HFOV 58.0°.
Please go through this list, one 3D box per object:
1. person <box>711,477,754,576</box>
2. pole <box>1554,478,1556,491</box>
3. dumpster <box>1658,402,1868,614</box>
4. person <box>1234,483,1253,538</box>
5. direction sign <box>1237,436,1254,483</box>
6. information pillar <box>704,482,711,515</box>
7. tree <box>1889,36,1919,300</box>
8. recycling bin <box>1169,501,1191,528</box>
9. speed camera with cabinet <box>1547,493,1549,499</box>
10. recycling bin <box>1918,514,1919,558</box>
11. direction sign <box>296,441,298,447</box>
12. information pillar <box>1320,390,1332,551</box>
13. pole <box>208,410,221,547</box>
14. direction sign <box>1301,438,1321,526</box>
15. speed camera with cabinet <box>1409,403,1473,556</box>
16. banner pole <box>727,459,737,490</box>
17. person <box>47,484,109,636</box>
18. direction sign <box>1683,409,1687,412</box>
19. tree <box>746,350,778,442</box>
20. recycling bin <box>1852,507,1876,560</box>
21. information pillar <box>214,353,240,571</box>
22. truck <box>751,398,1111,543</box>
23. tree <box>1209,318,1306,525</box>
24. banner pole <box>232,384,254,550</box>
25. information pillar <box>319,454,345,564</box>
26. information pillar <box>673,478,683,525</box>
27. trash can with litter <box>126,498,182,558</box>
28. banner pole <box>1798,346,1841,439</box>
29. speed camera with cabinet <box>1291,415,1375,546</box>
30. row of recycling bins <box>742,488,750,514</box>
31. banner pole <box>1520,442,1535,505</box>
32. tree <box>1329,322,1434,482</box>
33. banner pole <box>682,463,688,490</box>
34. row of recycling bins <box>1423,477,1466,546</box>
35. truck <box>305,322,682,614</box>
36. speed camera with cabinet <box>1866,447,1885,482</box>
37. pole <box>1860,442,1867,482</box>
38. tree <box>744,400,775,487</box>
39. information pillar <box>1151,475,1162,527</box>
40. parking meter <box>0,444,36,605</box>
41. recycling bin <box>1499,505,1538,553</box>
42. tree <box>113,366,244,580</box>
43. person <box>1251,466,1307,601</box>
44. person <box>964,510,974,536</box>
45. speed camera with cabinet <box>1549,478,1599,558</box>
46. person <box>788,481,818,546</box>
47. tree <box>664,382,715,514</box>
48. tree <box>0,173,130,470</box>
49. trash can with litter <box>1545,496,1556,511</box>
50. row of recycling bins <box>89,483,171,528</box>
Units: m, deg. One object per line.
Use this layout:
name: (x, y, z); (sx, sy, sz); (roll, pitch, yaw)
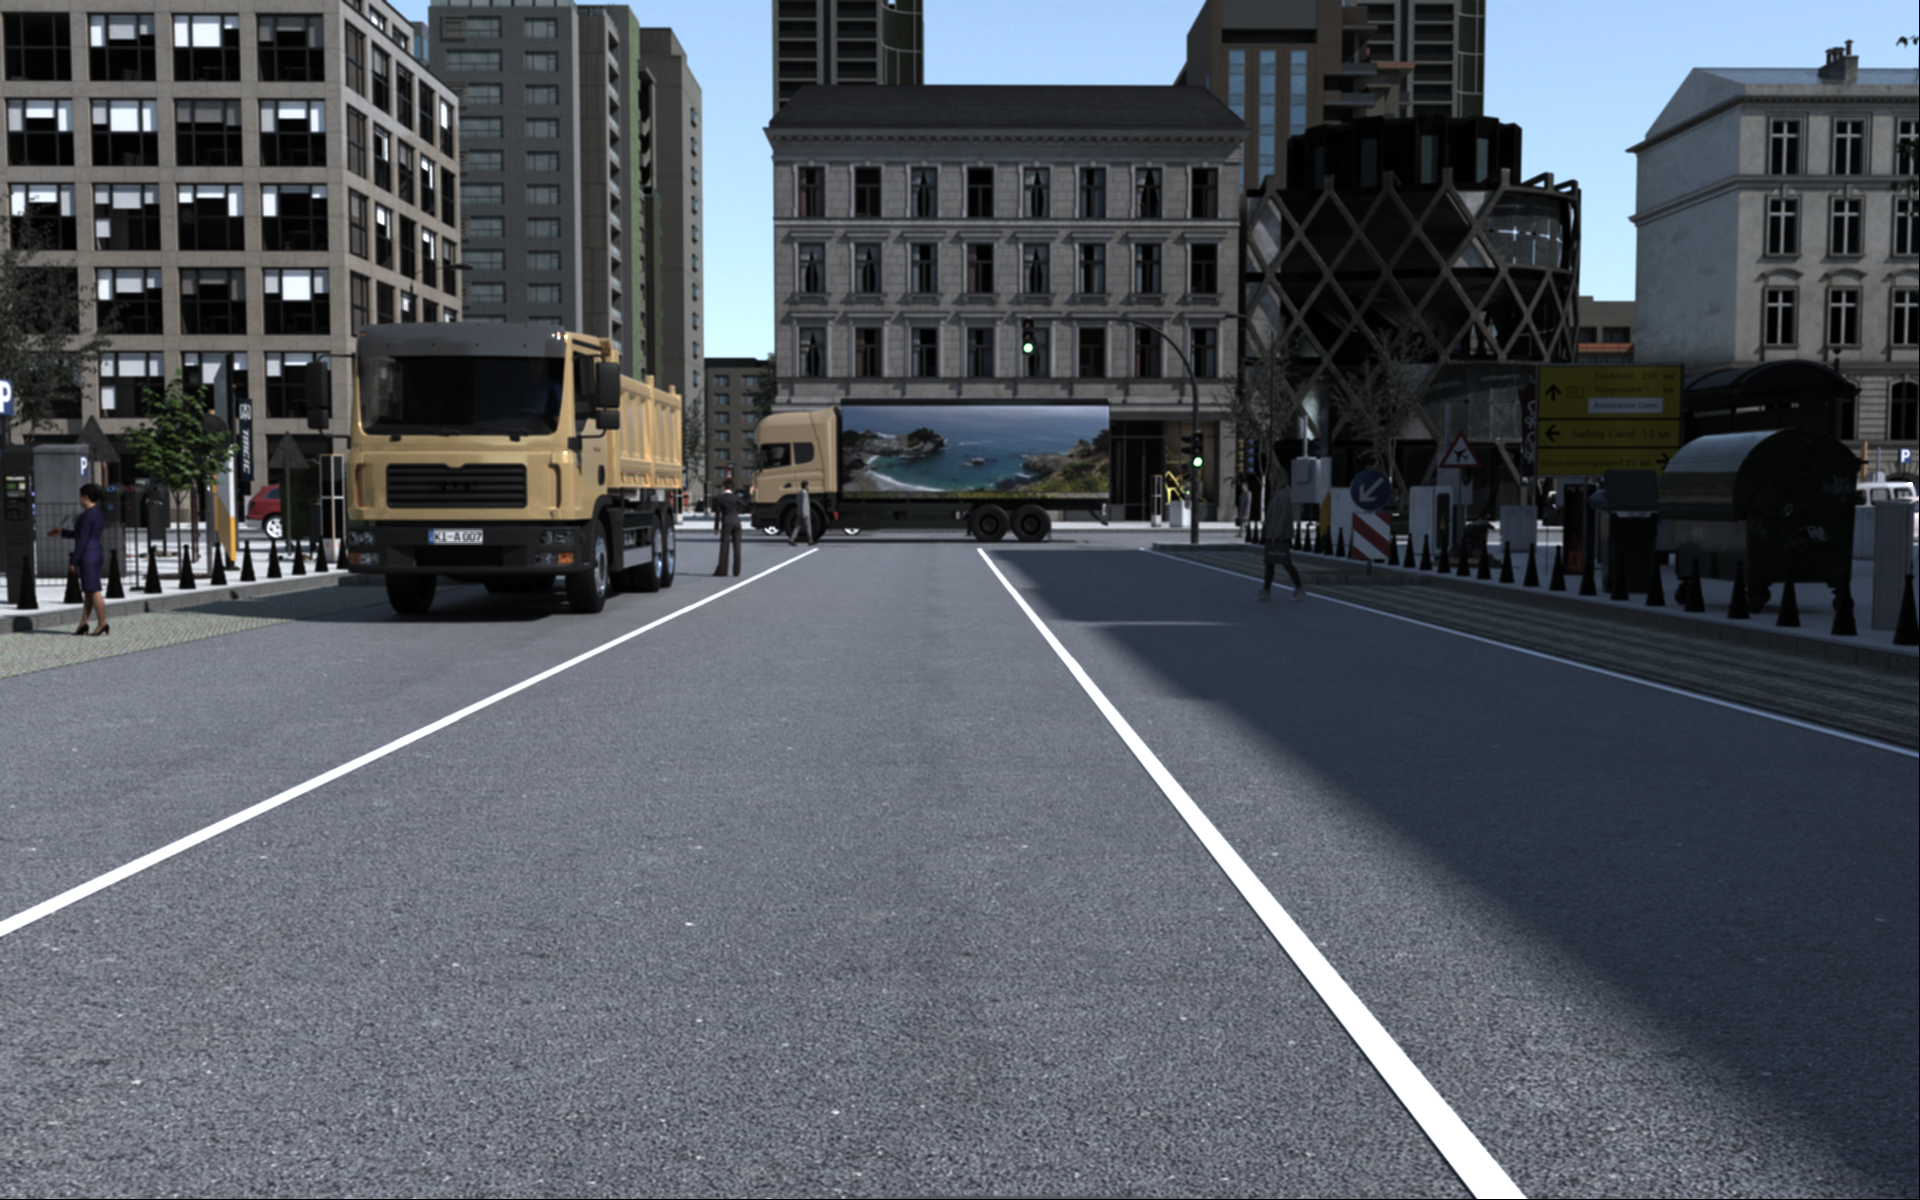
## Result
person: (-3.962, -1.285, 30.310); (0.445, 1.727, 0.742); (3, 5, 40)
pole: (42.780, -7.989, 124.466); (0.158, 3.312, 0.155); (0, 3, 0)
dumpster: (8.899, -1.026, 19.264); (1.502, 2.255, 1.985); (0, 4, -1)
person: (9.328, -2.962, 57.027); (0.767, 1.812, 0.694); (-1, 4, -14)
direction sign: (11.158, -4.633, 67.754); (0.876, 3.537, 0.379); (-2, 4, -34)
information pillar: (-15.183, -6.090, 104.058); (0.304, 2.012, 0.304); (2, 4, 27)
tree: (13.168, -4.304, 20.737); (4.737, 8.622, 4.395); (0, 3, 0)
recycling bin: (8.448, -3.256, 65.795); (0.722, 1.027, 0.722); (-3, 4, -36)
speed camera with cabinet: (37.834, -7.054, 109.662); (2.038, 3.252, 0.660); (-2, 4, -29)
recycling bin: (19.815, -1.374, 35.012); (0.722, 1.027, 0.722); (2, 4, 32)
direction sign: (-28.355, -5.027, 74.188); (0.379, 3.537, 0.876); (-1, 4, -22)
information pillar: (8.216, -2.910, 38.937); (0.183, 3.616, 0.504); (-1, 4, -9)
pole: (-18.039, -2.939, 41.897); (0.158, 3.312, 0.155); (0, 3, 0)
direction sign: (14.255, -4.792, 70.352); (0.876, 3.537, 0.379); (3, 4, 38)
speed camera with cabinet: (10.281, -2.605, 36.935); (0.660, 3.252, 2.038); (3, 4, 39)
banner pole: (-16.317, -8.224, 124.472); (0.863, 3.779, 0.401); (-1, 4, -16)
person: (-8.854, -0.398, 17.370); (0.546, 1.535, 0.453); (-2, 4, -24)
direction sign: (18.125, -3.207, 44.433); (0.876, 3.537, 0.379); (2, 4, 25)
tree: (-12.896, -14.391, 141.955); (9.857, 13.997, 8.962); (0, 3, 0)
recycling bin: (17.964, -1.303, 33.855); (0.722, 1.027, 0.722); (-1, 4, -11)
information pillar: (-12.322, -2.305, 29.042); (0.504, 3.616, 0.183); (3, 5, 42)
truck: (-1.210, -3.847, 51.807); (11.283, 4.237, 2.839); (0, 4, 1)
tree: (12.722, -7.503, 73.042); (4.360, 8.622, 3.978); (0, 3, 0)
banner pole: (-16.499, -3.045, 39.807); (0.401, 3.779, 0.863); (1, 4, 16)
information pillar: (-11.610, -1.685, 32.049); (0.304, 2.012, 0.304); (1, 4, 23)
information pillar: (-11.811, -4.158, 72.481); (0.304, 2.012, 0.304); (3, 5, 44)
trash can with litter: (-16.649, -1.473, 35.143); (1.678, 1.210, 2.233); (1, 4, 11)
banner pole: (14.646, -2.414, 29.493); (0.863, 3.779, 0.401); (0, 4, 2)
speed camera with cabinet: (9.278, -2.979, 43.044); (2.038, 3.252, 0.660); (3, 4, 38)
row of recycling bins: (-13.897, -6.582, 114.732); (1.069, 1.692, 3.534); (-1, 4, -17)
banner pole: (24.022, -5.086, 73.166); (0.863, 3.779, 0.401); (-1, 4, -11)
tree: (18.258, -7.580, 74.303); (4.360, 8.622, 3.978); (0, 3, 0)
banner pole: (-19.734, -8.137, 123.053); (0.863, 3.779, 0.401); (-2, 4, -28)
row of recycling bins: (11.688, -2.122, 41.811); (1.069, 1.692, 3.534); (1, 4, 17)
truck: (-5.599, -1.650, 22.909); (3.469, 3.379, 9.791); (0, 4, -1)
speed camera with cabinet: (39.156, -4.827, 73.250); (2.038, 3.252, 0.660); (-1, 4, -21)
pole: (35.082, -4.492, 67.287); (0.158, 3.312, 0.155); (0, 3, 0)
tree: (-14.568, -11.089, 131.668); (4.360, 8.622, 3.978); (0, 3, 0)
information pillar: (7.677, -3.865, 67.691); (0.304, 2.012, 0.304); (-2, 4, -29)
parking meter: (-10.989, -0.888, 20.232); (0.255, 1.863, 0.399); (-1, 4, -22)
recycling bin: (12.314, -1.569, 38.200); (0.722, 1.027, 0.722); (1, 4, 12)
tree: (-11.763, -1.942, 26.350); (1.663, 3.219, 1.824); (0, 3, 0)
person: (4.283, -0.882, 23.097); (0.728, 1.800, 0.709); (0, 4, -4)
person: (0.368, -2.936, 58.709); (0.590, 1.554, 0.614); (-1, 4, -17)
speed camera with cabinet: (12.412, -2.458, 34.522); (0.660, 3.252, 2.038); (2, 4, 33)
person: (-4.339, -2.386, 47.780); (0.850, 1.792, 0.678); (-2, 4, -33)
tree: (-17.678, -9.934, 112.788); (4.360, 8.622, 3.978); (0, 3, 0)
tree: (-22.951, -5.622, 42.281); (4.360, 8.622, 3.978); (0, 3, 0)
trash can with litter: (31.045, -4.903, 91.546); (1.055, 1.170, 0.624); (-1, 4, -23)
row of recycling bins: (-31.296, -3.541, 65.004); (3.534, 1.692, 1.069); (1, 4, 10)
